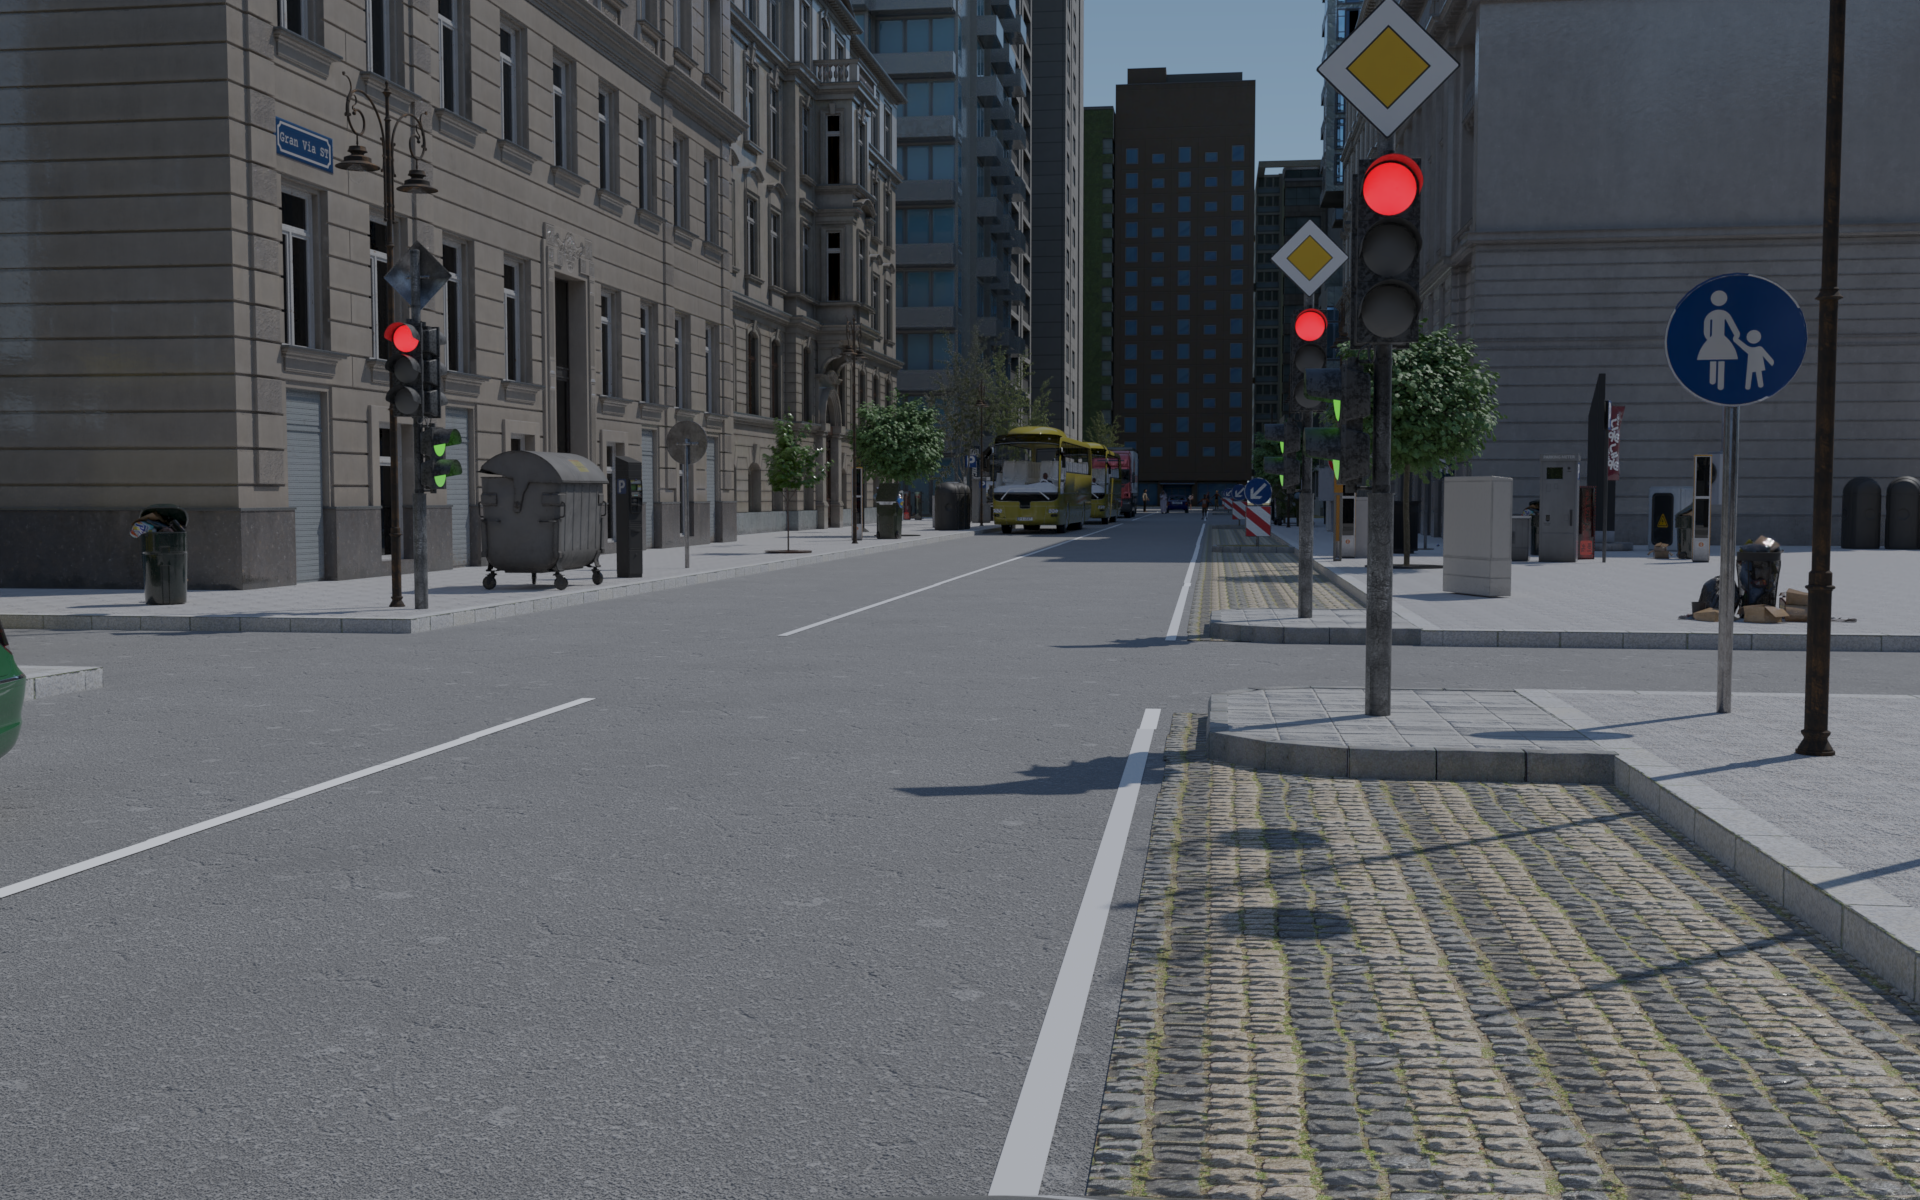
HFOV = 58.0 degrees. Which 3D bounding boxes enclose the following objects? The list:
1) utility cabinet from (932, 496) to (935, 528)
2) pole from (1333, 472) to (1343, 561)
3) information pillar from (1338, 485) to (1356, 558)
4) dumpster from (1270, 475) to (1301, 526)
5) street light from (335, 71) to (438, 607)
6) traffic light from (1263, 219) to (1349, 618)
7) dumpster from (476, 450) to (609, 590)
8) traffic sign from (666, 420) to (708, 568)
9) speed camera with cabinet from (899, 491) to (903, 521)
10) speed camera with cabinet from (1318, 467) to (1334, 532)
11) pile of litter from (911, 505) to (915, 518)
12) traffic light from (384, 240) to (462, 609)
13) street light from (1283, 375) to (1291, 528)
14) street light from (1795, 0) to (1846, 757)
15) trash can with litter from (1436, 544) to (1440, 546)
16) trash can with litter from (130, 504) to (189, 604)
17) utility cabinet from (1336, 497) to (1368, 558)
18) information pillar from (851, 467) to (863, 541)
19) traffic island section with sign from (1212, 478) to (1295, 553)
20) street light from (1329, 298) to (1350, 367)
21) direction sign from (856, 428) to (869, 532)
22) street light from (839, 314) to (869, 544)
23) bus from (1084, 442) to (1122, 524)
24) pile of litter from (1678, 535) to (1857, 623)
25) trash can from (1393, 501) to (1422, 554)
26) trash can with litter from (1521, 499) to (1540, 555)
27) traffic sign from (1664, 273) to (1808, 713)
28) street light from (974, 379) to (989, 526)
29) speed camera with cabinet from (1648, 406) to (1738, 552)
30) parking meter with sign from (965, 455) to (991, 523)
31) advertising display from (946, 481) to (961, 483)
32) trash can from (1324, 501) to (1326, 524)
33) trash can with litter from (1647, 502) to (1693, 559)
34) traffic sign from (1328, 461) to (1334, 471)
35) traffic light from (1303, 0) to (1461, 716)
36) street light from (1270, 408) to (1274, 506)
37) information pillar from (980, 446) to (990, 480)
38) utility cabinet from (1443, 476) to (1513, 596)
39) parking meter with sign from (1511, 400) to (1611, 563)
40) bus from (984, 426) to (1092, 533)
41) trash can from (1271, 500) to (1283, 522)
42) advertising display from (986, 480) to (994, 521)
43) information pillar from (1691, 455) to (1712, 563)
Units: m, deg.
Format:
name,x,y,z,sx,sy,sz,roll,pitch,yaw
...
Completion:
name,x,y,z,sx,sy,sz,roll,pitch,yaw
utility cabinet,-0.532,-3.359,66.075,1.020,1.237,0.306,1,4,22
pole,7.213,-2.395,32.995,0.158,3.312,0.155,0,3,0
information pillar,7.728,-1.840,34.584,0.304,2.012,0.304,0,4,3
dumpster,13.372,-4.147,70.293,1.502,2.255,1.985,1,4,8
street light,-6.408,-2.859,19.539,0.468,5.910,1.993,1,4,8
traffic light,3.563,-1.770,17.855,0.839,4.253,0.868,1,4,8
dumpster,-5.718,-1.102,23.772,1.264,1.857,1.865,1,4,8
traffic sign,-4.731,-1.826,29.954,0.768,2.556,0.104,1,4,14
speed camera with cabinet,-3.642,-5.457,83.557,2.038,3.252,0.660,3,5,43
speed camera with cabinet,12.778,-3.968,59.218,0.660,3.252,2.038,2,4,27
pile of litter,-2.498,-4.751,91.642,1.176,0.858,1.719,2,4,31
traffic light,-6.000,-1.854,19.229,0.839,4.253,0.868,1,4,8
street light,12.586,-5.714,66.204,0.468,5.910,1.993,1,4,8
street light,4.222,-2.176,8.371,0.468,5.910,1.993,1,4,8
trash can with litter,12.506,-1.915,42.365,1.678,1.210,2.233,0,4,7
trash can with litter,-9.393,-0.547,20.338,0.624,1.170,1.055,-2,4,-25
utility cabinet,8.086,-1.452,34.895,1.020,1.237,0.306,0,4,7
information pillar,-2.842,-2.647,47.775,0.304,2.012,0.304,0,4,-2
traffic island section with sign,7.233,-2.089,42.778,1.989,1.847,2.006,1,4,8
street light,9.025,-4.177,41.082,0.468,5.910,1.993,1,4,8
direction sign,-3.274,-4.081,58.720,0.379,3.537,0.876,-3,4,-36
street light,-2.721,-4.395,44.643,0.468,5.910,1.993,1,4,8
bus,6.397,-5.761,85.744,2.896,3.916,12.252,1,4,8
pile of litter,8.233,-0.222,17.597,1.719,0.858,1.176,1,4,22
trash can,9.561,-1.570,37.322,0.748,1.137,0.748,0,3,0
trash can with litter,12.280,-1.533,36.452,0.624,1.170,1.055,3,4,38
traffic sign,4.483,-0.611,10.089,0.768,2.556,0.104,1,4,14
street light,0.870,-5.931,69.761,0.468,5.910,1.993,1,4,8
speed camera with cabinet,16.217,-2.692,38.351,0.660,3.252,2.038,-1,4,-22
parking meter with sign,0.837,-4.947,77.139,0.543,3.016,1.738,-2,4,-26
advertising display,-0.351,-5.029,87.431,0.974,1.923,0.123,3,5,42
trash can,15.019,-3.569,70.004,0.748,1.137,0.748,0,3,0
trash can with litter,14.186,-1.398,34.239,1.055,1.170,0.624,1,4,14
traffic sign,9.929,-2.742,44.942,0.768,2.556,0.104,1,4,14
traffic light,2.410,-1.286,9.953,0.839,4.253,0.868,1,4,8
street light,16.420,-7.248,91.286,0.468,5.910,1.993,1,4,8
information pillar,1.236,-5.658,83.870,0.504,3.616,0.183,1,4,17
utility cabinet,6.550,-0.809,21.914,0.318,1.500,1.173,-1,4,-13
parking meter with sign,11.302,-2.226,32.662,1.738,3.016,0.543,2,4,25
bus,3.258,-4.590,66.601,2.896,3.916,12.252,1,4,10
trash can,14.820,-4.236,80.904,0.748,1.137,0.748,0,3,0
advertising display,1.470,-4.678,81.693,0.974,1.923,0.123,-2,4,-35
information pillar,13.923,-1.714,32.514,0.304,2.012,0.304,1,4,20
